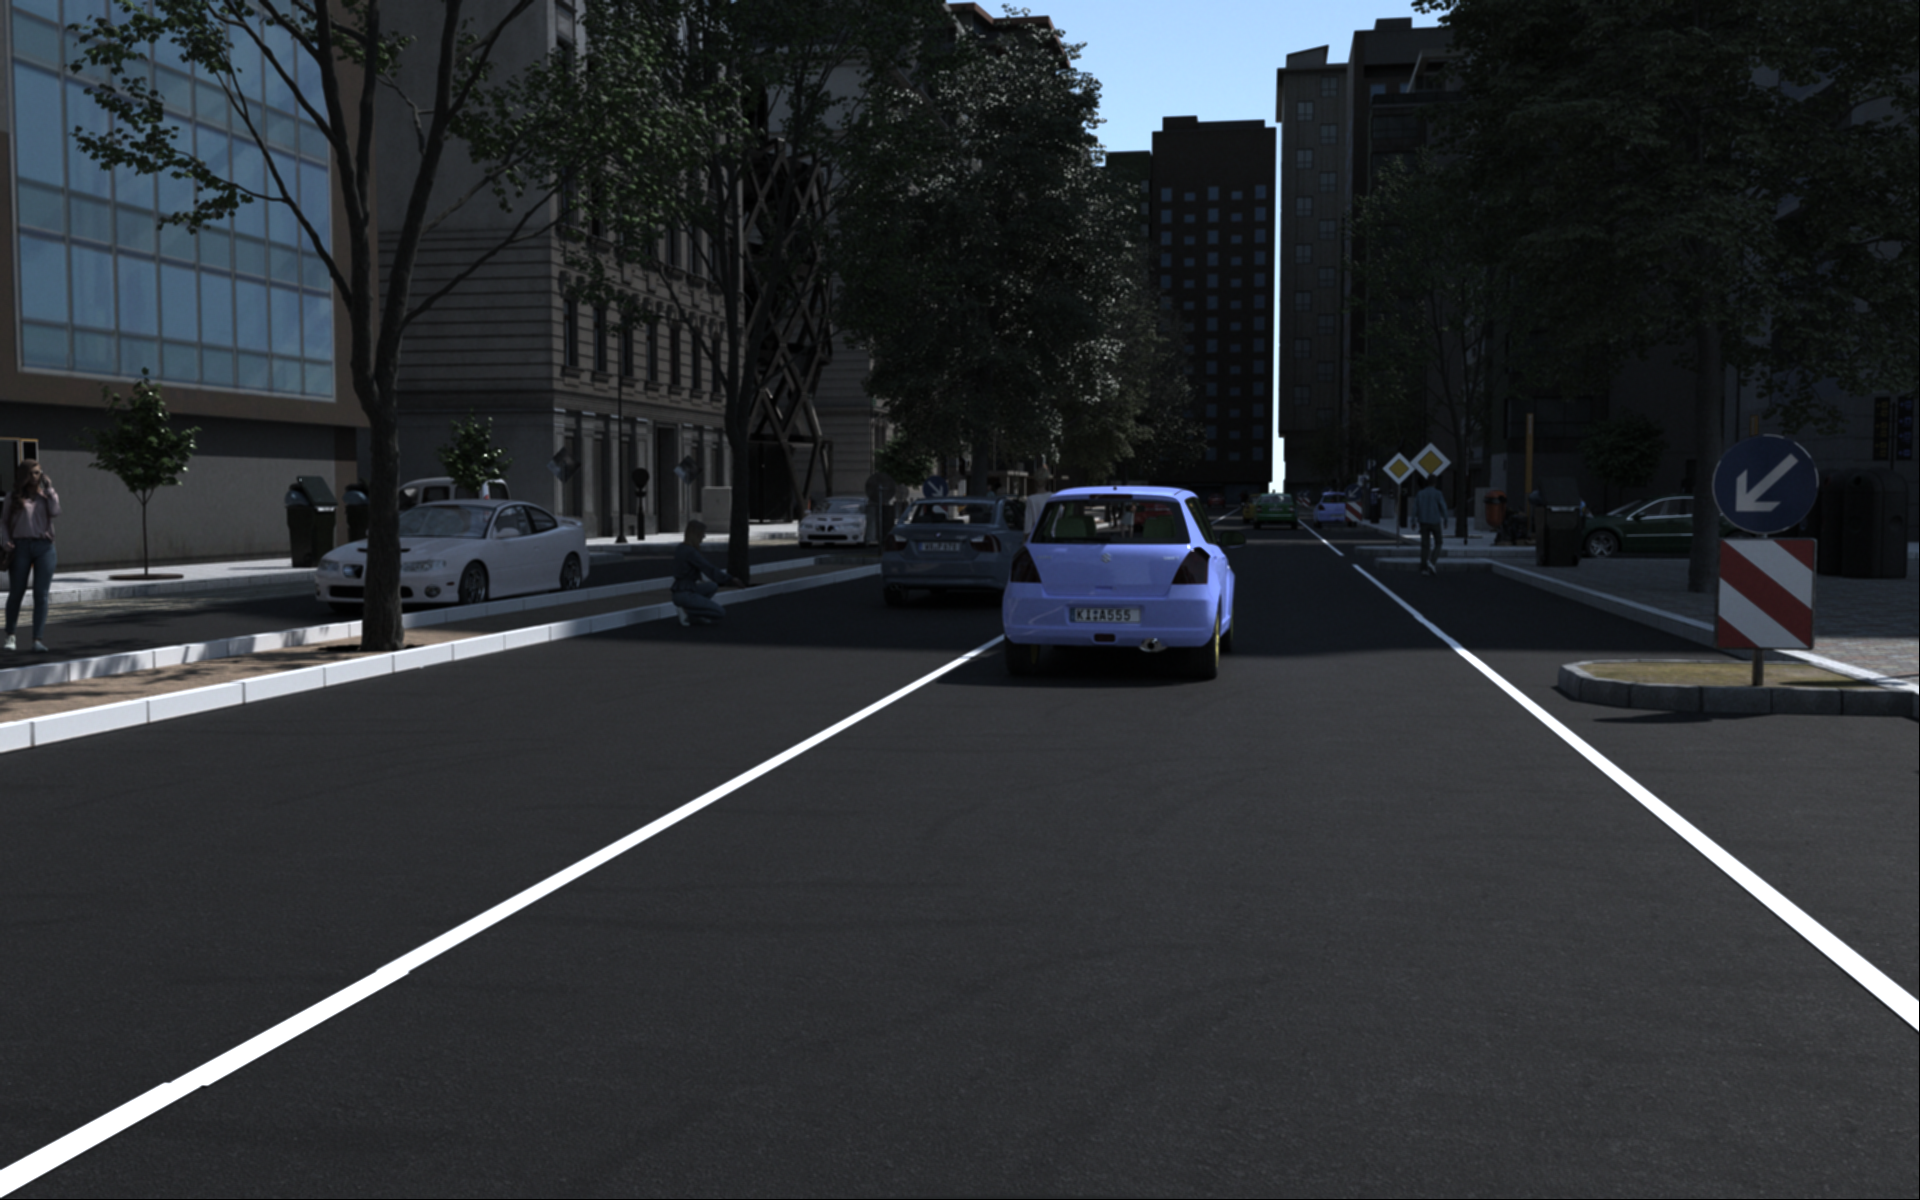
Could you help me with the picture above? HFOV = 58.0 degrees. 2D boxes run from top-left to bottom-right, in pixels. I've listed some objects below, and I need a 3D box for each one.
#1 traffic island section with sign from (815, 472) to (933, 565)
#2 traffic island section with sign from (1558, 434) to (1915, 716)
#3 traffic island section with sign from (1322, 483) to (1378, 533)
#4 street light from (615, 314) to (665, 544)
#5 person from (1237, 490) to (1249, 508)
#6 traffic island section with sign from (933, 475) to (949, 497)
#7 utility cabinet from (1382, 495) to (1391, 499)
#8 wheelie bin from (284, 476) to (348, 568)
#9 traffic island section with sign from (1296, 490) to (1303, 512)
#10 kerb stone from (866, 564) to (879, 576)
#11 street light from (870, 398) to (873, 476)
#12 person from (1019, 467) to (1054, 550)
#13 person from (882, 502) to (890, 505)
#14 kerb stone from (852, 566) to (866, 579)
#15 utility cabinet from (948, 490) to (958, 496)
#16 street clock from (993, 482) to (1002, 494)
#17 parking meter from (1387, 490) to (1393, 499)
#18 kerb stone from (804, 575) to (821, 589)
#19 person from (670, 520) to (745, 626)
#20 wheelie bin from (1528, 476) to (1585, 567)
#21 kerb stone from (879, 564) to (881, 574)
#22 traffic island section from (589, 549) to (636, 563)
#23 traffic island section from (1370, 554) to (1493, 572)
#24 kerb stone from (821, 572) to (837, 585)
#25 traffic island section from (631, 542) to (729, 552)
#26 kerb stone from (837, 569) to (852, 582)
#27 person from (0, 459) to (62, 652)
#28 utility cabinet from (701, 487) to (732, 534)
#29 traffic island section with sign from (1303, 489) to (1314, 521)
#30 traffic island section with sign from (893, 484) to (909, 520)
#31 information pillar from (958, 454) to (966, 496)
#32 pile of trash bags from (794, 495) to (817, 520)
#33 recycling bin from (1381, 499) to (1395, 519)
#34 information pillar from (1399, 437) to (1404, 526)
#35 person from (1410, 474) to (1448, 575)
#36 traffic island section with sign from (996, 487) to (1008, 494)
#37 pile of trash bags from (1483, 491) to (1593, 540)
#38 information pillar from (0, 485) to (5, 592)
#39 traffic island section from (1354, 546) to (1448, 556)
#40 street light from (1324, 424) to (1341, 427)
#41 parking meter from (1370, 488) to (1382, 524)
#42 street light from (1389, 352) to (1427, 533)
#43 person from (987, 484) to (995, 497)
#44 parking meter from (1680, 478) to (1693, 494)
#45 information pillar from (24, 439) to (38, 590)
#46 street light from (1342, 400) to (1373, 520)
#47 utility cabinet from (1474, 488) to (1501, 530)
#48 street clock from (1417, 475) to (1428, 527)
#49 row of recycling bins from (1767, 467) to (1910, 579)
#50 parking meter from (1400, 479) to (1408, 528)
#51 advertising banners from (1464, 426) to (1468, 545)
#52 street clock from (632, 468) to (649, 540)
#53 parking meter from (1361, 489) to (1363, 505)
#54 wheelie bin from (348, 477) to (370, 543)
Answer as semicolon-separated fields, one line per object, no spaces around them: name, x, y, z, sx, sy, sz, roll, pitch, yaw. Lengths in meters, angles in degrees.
traffic island section with sign;-1.779;-1.684;35.677;2.006;1.907;1.989;1;4;10
traffic island section with sign;5.363;-0.223;12.270;1.989;1.847;2.006;1;4;10
traffic island section with sign;14.762;-3.485;65.613;1.989;1.847;2.006;1;4;10
street light;-8.281;-4.420;44.801;1.470;5.913;1.316;1;4;10
person;29.637;-10.585;181.502;1.348;1.831;0.705;0;4;-5
traffic island section with sign;-0.483;-2.131;42.971;2.006;1.907;1.989;1;4;10
utility cabinet;25.473;-5.719;104.660;1.020;1.237;0.306;0;4;1
wheelie bin;-11.385;-1.371;30.325;0.693;1.594;0.980;1;4;19
traffic island section with sign;28.173;-8.133;141.598;1.989;1.847;2.006;1;4;10
kerb stone;-1.648;-0.508;30.493;0.120;0.150;1.000;1;4;10
street light;-3.251;-6.199;73.899;1.470;5.913;1.316;1;4;10
person;1.114;-0.655;19.884;0.731;1.740;0.598;-3;5;-42
person;-2.456;-2.754;54.539;0.512;1.701;0.522;0;4;-8
kerb stone;-1.816;-0.446;29.485;0.120;0.150;1.000;1;4;10
utility cabinet;-0.376;-4.990;90.263;0.318;1.500;1.173;1;4;10
street clock;2.307;-6.227;106.387;0.471;2.002;0.358;-1;4;-12
parking meter;27.486;-6.253;110.644;0.372;1.533;0.369;0;3;0
kerb stone;-2.351;-0.260;26.448;0.120;0.150;1.000;1;4;10
person;-2.856;-0.313;19.120;0.738;1.151;1.012;-1;4;-21
wheelie bin;10.564;-1.399;30.778;0.980;1.594;0.693;0;4;0
kerb stone;-1.459;-0.569;31.502;0.120;0.150;1.000;1;4;10
traffic island section;-8.378;-0.876;36.599;2.009;0.180;2.903;1;4;10
traffic island section;9.094;-0.688;33.523;2.009;0.180;2.903;1;4;10
kerb stone;-2.178;-0.316;27.462;0.120;0.150;1.000;1;4;10
traffic island section;-6.990;-1.357;44.463;2.009;0.180;2.903;1;4;10
kerb stone;-1.989;-0.384;28.478;0.120;0.150;1.000;1;4;10
person;-8.566;-0.415;15.872;0.593;1.750;0.643;-2;4;-30
utility cabinet;-7.684;-2.840;55.105;1.173;1.500;0.318;2;4;32
traffic island section with sign;19.504;-5.125;92.421;1.989;1.847;2.006;1;4;10
traffic island section with sign;-2.388;-3.670;68.637;1.989;1.847;2.006;1;4;10
information pillar;0.106;-6.636;99.855;0.504;3.616;0.183;2;4;34
pile of trash bags;-7.907;-4.596;84.903;1.912;1.369;3.447;-1;4;-21
recycling bin;22.499;-4.810;91.200;0.722;1.027;0.722;1;4;23
information pillar;17.955;-4.841;70.507;0.183;3.616;0.504;2;4;29
person;8.245;-1.320;30.418;0.601;1.785;0.444;2;4;32
traffic island section with sign;2.306;-5.294;95.186;1.989;1.847;2.006;1;4;10
pile of trash bags;15.267;-2.221;46.058;3.447;1.369;1.912;-2;4;-29
information pillar;-12.506;-1.115;22.729;0.304;2.012;0.304;-3;5;-41
traffic island section;10.481;-1.169;41.387;2.009;0.180;2.903;1;4;10
street light;24.888;-8.716;115.045;1.470;5.913;1.316;1;4;10
parking meter;17.995;-4.078;75.087;0.372;1.533;0.369;0;3;0
street light;14.690;-5.155;56.830;1.470;5.913;1.316;1;4;10
person;1.213;-3.700;68.861;0.748;1.841;0.638;-2;4;-33
parking meter;26.054;-3.452;62.145;0.255;1.863;0.399;0;4;-8
information pillar;-12.585;-1.147;23.252;0.304;2.012;0.304;1;4;14
street light;19.863;-6.936;85.937;1.470;5.913;1.316;1;4;10
utility cabinet;18.662;-3.215;61.240;1.173;1.500;0.318;-3;5;-41
street clock;17.767;-3.782;66.413;0.358;2.002;0.471;-2;4;-24
row of recycling bins;14.064;-1.266;27.807;1.069;1.692;3.534;0;4;2
parking meter;16.914;-3.686;65.970;0.255;1.863;0.399;1;4;13
advertising banners;12.881;-2.927;44.039;0.090;3.025;2.074;1;4;16
street clock;-8.876;-2.665;48.149;0.471;2.002;0.358;-1;4;-14
parking meter;21.762;-5.181;93.115;0.372;1.533;0.369;0;3;0
wheelie bin;-10.992;-1.471;31.959;0.693;1.594;0.980;-1;4;-10
